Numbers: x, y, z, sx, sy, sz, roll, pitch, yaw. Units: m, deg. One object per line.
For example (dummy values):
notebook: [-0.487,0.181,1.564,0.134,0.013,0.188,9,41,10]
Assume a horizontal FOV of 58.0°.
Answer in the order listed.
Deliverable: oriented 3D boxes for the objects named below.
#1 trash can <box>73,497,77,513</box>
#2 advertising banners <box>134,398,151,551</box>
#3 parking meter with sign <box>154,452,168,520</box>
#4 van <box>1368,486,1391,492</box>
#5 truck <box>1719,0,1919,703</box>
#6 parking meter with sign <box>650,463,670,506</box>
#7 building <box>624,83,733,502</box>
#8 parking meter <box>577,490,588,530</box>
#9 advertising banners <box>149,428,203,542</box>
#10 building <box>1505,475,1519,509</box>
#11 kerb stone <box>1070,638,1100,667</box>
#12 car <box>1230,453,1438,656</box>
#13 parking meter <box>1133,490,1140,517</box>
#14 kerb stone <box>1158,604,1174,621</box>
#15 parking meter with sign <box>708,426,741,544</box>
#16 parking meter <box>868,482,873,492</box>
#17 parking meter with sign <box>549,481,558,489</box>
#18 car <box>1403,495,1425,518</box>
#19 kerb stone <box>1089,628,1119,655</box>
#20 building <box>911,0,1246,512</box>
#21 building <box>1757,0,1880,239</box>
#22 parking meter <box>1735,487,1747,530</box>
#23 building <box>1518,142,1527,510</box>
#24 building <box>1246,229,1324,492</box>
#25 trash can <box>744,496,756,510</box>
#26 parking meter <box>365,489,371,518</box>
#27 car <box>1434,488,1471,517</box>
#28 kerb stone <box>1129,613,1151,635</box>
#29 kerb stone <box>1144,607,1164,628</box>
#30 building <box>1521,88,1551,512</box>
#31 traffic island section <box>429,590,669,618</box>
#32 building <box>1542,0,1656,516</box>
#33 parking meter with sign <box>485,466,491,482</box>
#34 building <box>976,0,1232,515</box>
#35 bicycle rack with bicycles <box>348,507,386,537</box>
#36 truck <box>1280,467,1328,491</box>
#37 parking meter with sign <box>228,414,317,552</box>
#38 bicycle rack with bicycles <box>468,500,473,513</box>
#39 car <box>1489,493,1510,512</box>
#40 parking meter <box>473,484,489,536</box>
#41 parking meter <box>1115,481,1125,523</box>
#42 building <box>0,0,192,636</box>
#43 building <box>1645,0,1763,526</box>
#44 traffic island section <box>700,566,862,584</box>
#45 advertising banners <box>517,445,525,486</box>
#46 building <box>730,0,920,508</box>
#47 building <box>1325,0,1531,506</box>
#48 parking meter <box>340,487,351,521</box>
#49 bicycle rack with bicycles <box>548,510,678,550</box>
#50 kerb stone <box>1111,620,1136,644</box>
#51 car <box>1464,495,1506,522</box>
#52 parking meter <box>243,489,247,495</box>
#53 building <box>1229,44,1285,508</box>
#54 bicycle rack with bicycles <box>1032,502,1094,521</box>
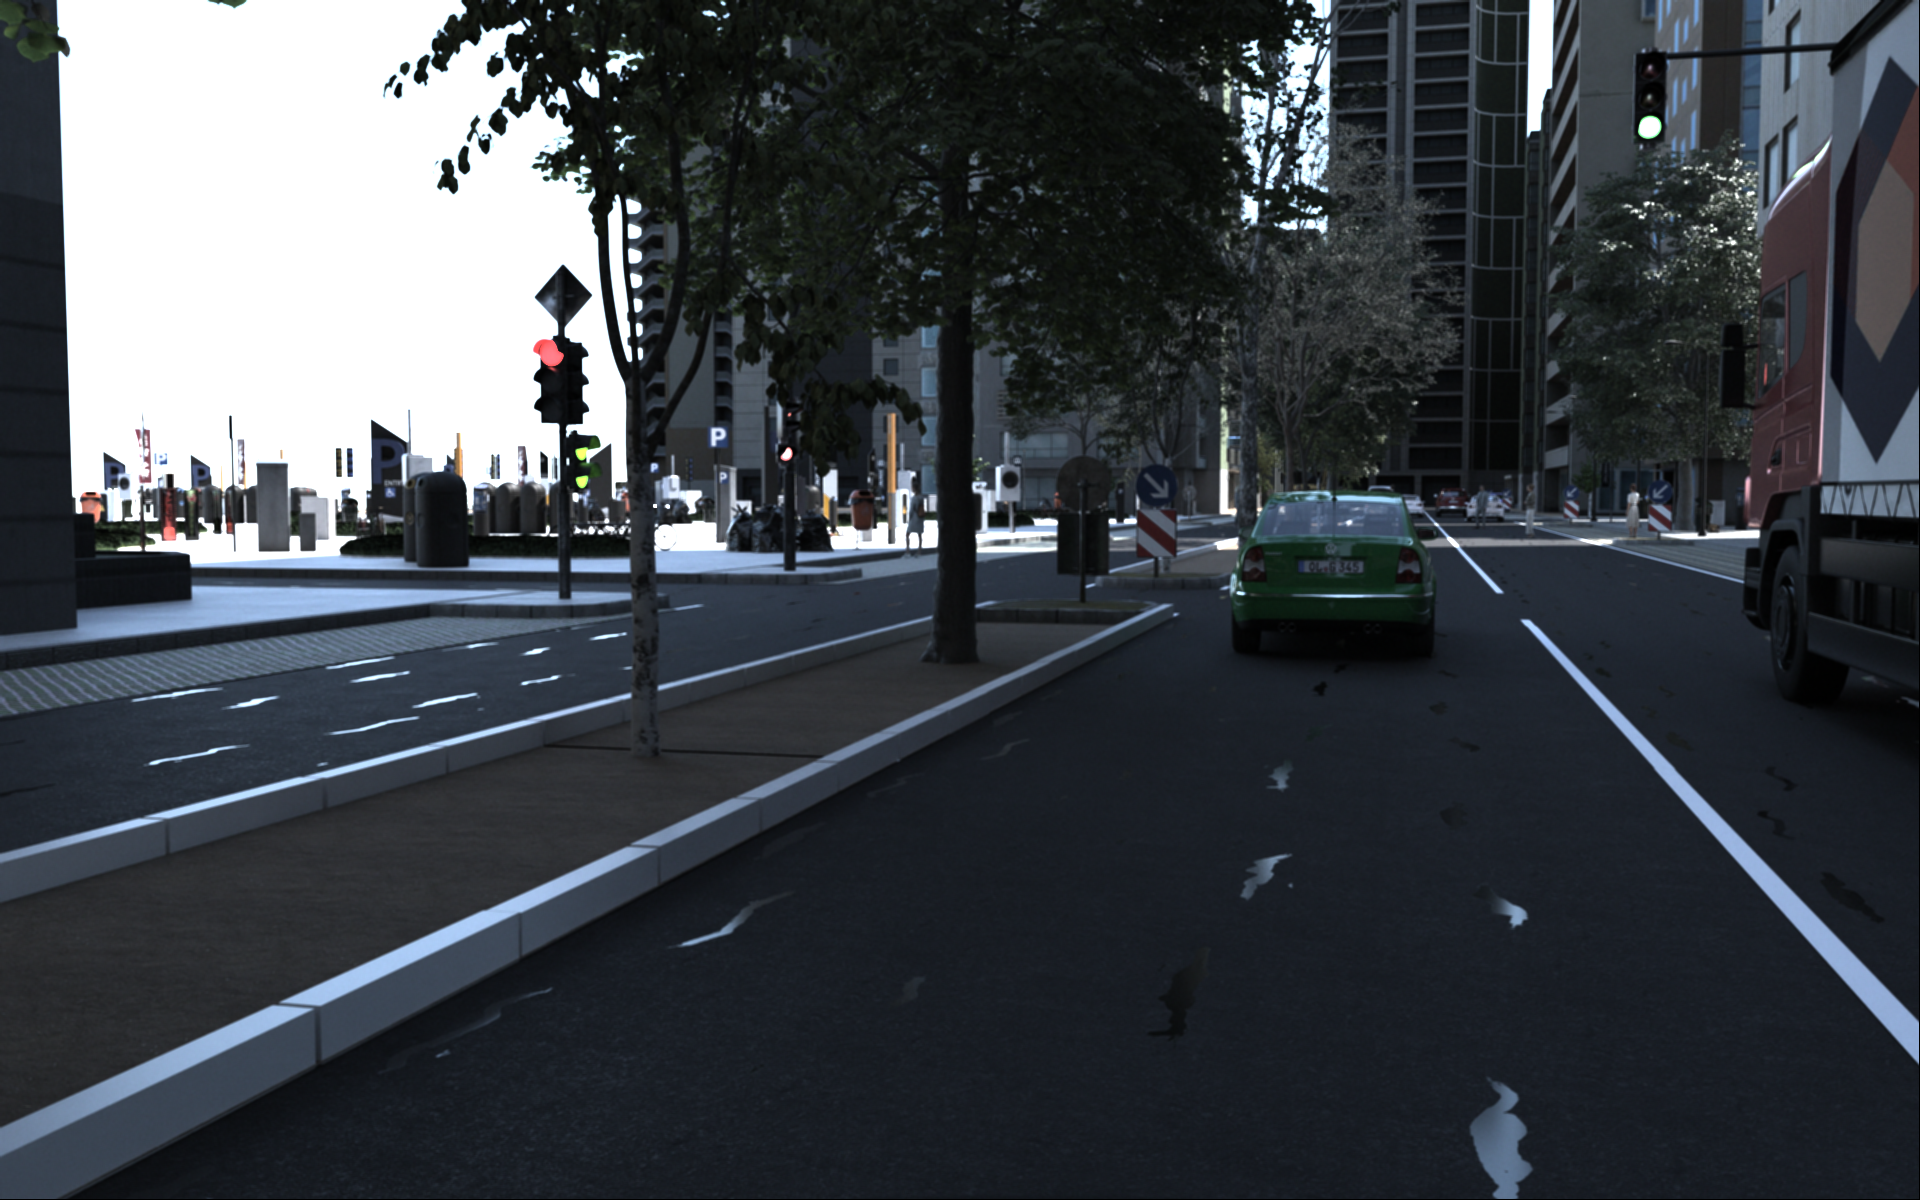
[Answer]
trash can: [-50.637,-5.319,98.616,0.748,1.137,0.748,0,3,0]
advertising banners: [-15.362,-2.222,32.515,0.090,3.025,2.074,-2,4,-27]
parking meter with sign: [-32.911,-4.597,71.423,0.543,3.016,1.738,-2,4,-25]
van: [22.199,-5.161,91.389,2.013,2.044,4.112,1,4,14]
truck: [6.042,-1.190,8.366,2.839,4.237,11.283,1,4,14]
parking meter with sign: [-16.641,-6.119,96.311,0.543,3.016,1.738,-2,4,-35]
building: [-25.703,-32.574,182.689,14.200,45.320,14.600,1,4,14]
parking meter: [-13.624,-3.312,62.560,0.372,1.533,0.369,0,3,0]
advertising banners: [-21.357,-3.091,46.729,0.090,3.025,2.074,2,4,26]
building: [66.089,-28.300,154.579,32.217,40.220,23.993,1,4,14]
kerb stone: [1.026,0.459,14.755,0.120,0.150,1.000,1,4,14]
car: [3.660,-0.493,16.854,1.959,1.807,4.718,1,4,13]
parking meter: [9.939,-5.447,97.471,0.372,1.533,0.369,0,3,0]
kerb stone: [2.308,0.153,19.715,0.120,0.150,1.000,1,4,14]
parking meter with sign: [-6.135,-3.014,45.547,0.543,3.016,1.738,0,4,6]
parking meter: [-4.299,-4.810,84.349,0.255,1.863,0.399,-2,4,-24]
parking meter with sign: [-22.949,-6.229,98.101,1.738,3.016,0.543,2,4,30]
car: [27.222,-5.688,105.358,2.083,1.381,4.827,1,4,14]
kerb stone: [1.283,0.395,15.744,0.120,0.150,1.000,1,4,14]
building: [9.924,-31.397,132.957,23.786,49.044,30.456,1,4,14]
building: [32.235,-27.134,32.878,27.495,52.752,28.713,1,4,14]
parking meter: [27.883,-3.265,61.796,0.372,1.533,0.369,0,3,0]
building: [52.258,-22.453,138.803,14.160,30.474,14.107,1,4,14]
building: [32.907,-25.652,191.106,14.107,30.474,14.160,1,4,14]
trash can: [-12.902,-5.805,106.560,0.748,1.137,0.748,0,3,0]
parking meter: [-29.004,-4.690,85.091,0.372,1.533,0.369,0,3,0]
car: [30.981,-6.132,108.935,2.281,1.827,5.304,1,4,15]
kerb stone: [1.794,0.273,17.731,0.120,0.150,1.000,1,4,14]
kerb stone: [2.047,0.212,18.721,0.120,0.150,1.000,1,4,14]
building: [48.807,-21.603,124.904,14.160,30.474,14.107,1,4,14]
traffic island section: [-4.869,0.061,21.285,2.009,0.180,2.903,1,4,14]
building: [48.112,-29.493,105.919,21.300,48.544,21.600,1,4,14]
parking meter with sign: [-29.788,-6.909,109.231,0.543,3.016,1.738,-2,4,-26]
building: [9.471,-26.091,110.178,14.154,41.232,14.086,1,4,14]
bicycle rack with bicycles: [-15.386,-2.055,46.984,2.852,0.926,2.925,0,4,-3]
truck: [24.127,-7.602,120.211,3.469,3.379,9.791,1,4,13]
parking meter with sign: [-15.172,-2.570,38.277,1.738,3.016,0.543,-1,4,-18]
bicycle rack with bicycles: [-29.876,-5.473,102.862,2.852,0.926,2.925,2,4,30]
car: [39.761,-7.258,128.259,1.945,1.707,3.694,1,4,14]
parking meter: [-11.544,-2.039,41.747,0.372,1.533,0.369,0,3,0]
parking meter: [7.090,-4.350,76.838,0.399,1.863,0.255,0,4,-5]
building: [-23.126,-28.865,13.942,28.212,58.520,21.231,1,4,14]
building: [37.763,-25.884,73.315,14.600,45.320,14.200,1,4,14]
traffic island section: [-2.869,-0.412,29.016,2.009,0.180,2.903,1,4,14]
advertising banners: [-16.129,-4.021,61.933,2.074,3.025,0.090,3,5,41]
building: [-9.665,-45.025,174.410,20.611,71.187,20.563,1,4,14]
building: [50.943,-45.900,188.720,20.611,71.187,20.563,1,4,14]
parking meter: [-22.266,-3.328,62.830,0.372,1.533,0.369,0,3,0]
bicycle rack with bicycles: [-7.877,-1.582,39.240,2.925,0.926,2.852,-1,4,-14]
kerb stone: [1.536,0.334,16.739,0.120,0.150,1.000,1,4,14]
car: [27.378,-4.767,90.299,2.083,1.381,4.827,1,4,16]
parking meter: [-33.928,-4.498,81.958,0.372,1.533,0.369,0,3,0]
building: [15.494,-52.309,167.929,31.000,86.520,22.319,1,4,14]
bicycle rack with bicycles: [5.052,-4.296,83.617,2.925,0.926,2.852,0,4,8]
